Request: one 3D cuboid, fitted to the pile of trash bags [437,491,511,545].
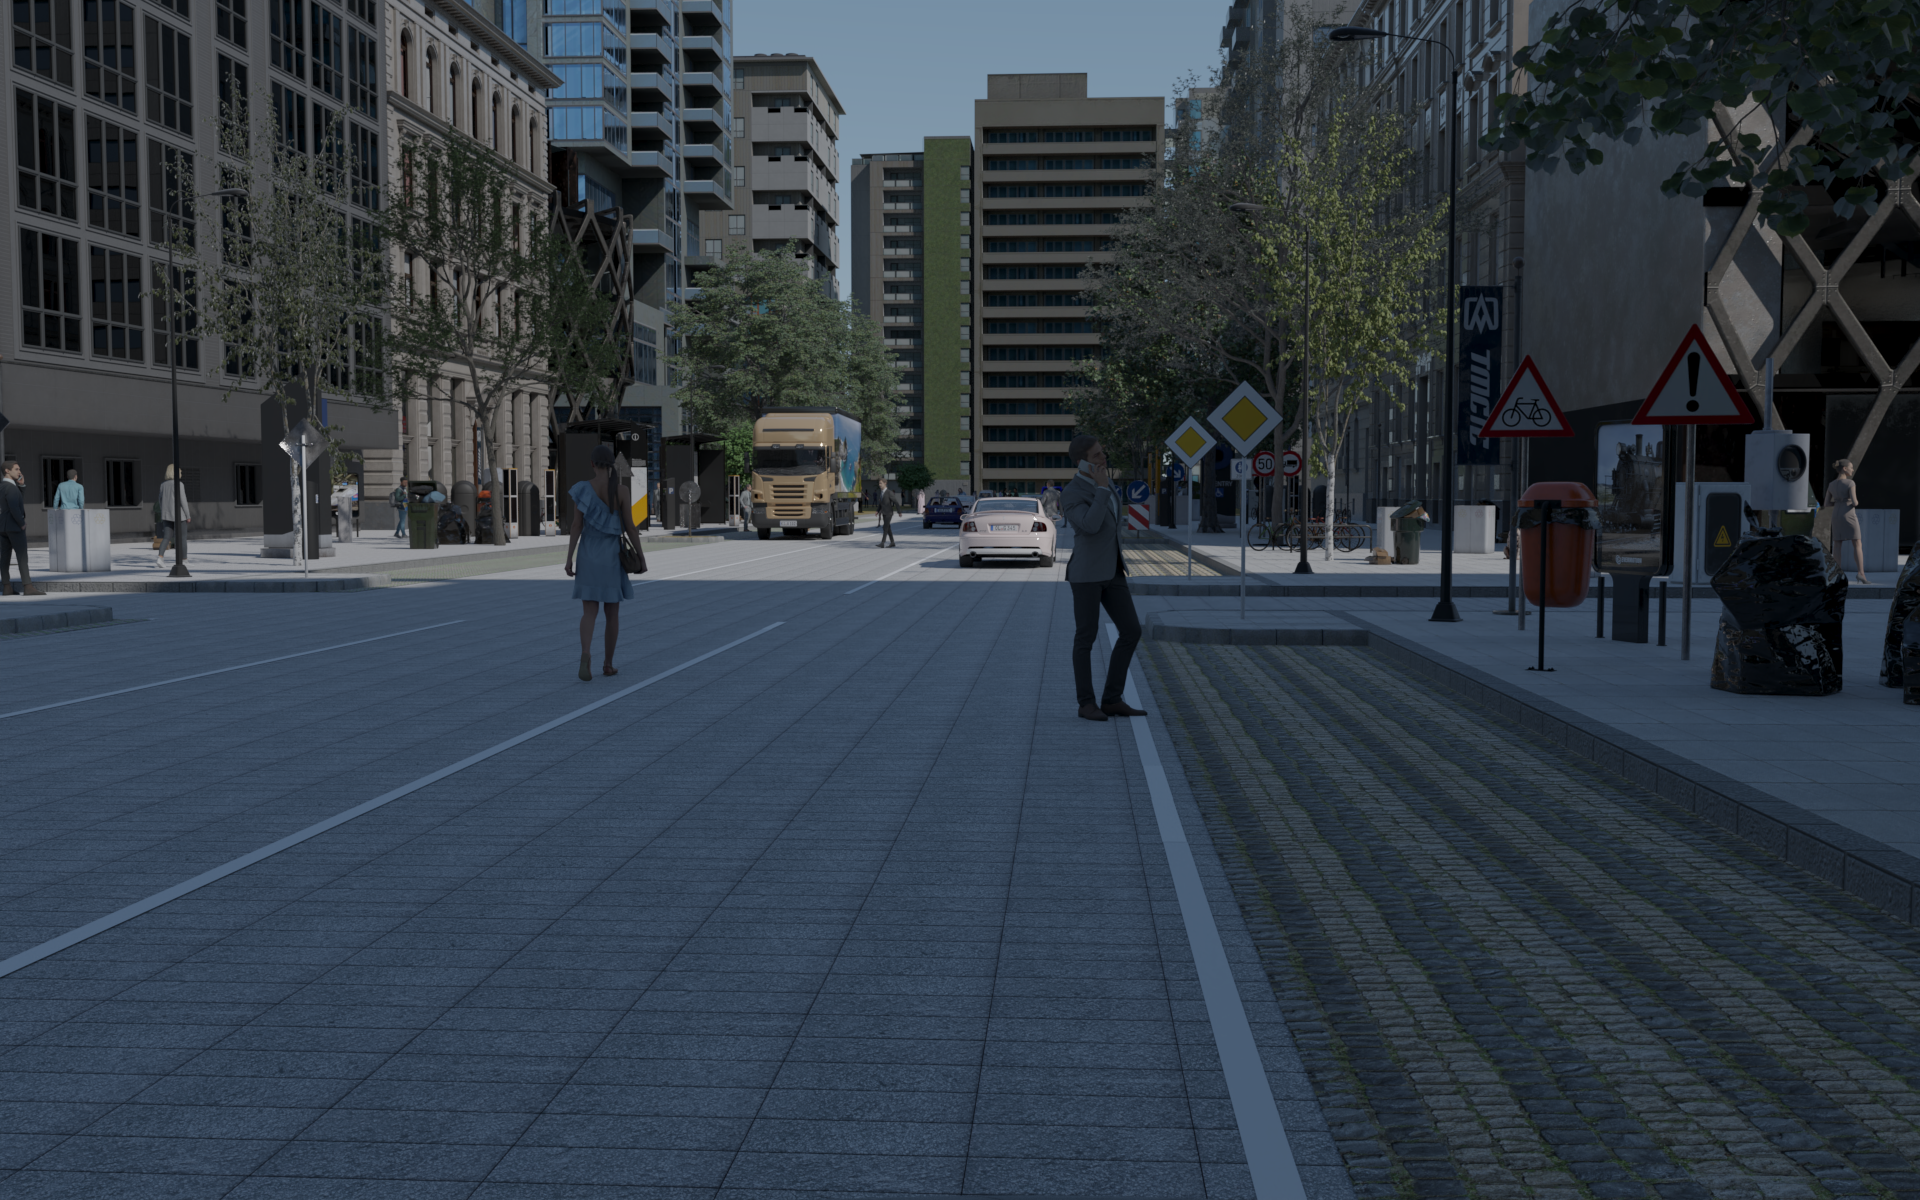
[{"bbox_3d":[-12.680,-2.175,45.317,1.912,1.369,3.447,0,4,-5],"label":"pile of trash bags"}]

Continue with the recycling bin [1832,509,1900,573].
[{"bbox_3d":[15.001,-0.987,28.689,0.722,1.027,0.722,-1,4,-19],"label":"recycling bin"}]

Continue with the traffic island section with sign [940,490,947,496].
[{"bbox_3d":[-1.453,-8.979,155.439,1.989,1.847,2.006,0,4,4],"label":"traffic island section with sign"}]

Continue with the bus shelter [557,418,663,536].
[{"bbox_3d":[-11.395,-3.986,56.453,1.731,3.624,6.357,0,4,4],"label":"bus shelter"}]

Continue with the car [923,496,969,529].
[{"bbox_3d":[-0.613,-3.658,72.390,1.945,1.354,3.894,0,4,2],"label":"car"}]

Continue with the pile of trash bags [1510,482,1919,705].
[{"bbox_3d":[5.459,-0.128,11.844,3.447,1.369,1.912,3,5,39],"label":"pile of trash bags"}]

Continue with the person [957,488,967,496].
[{"bbox_3d":[0.159,-5.544,99.403,0.793,1.790,0.793,-1,4,-19],"label":"person"}]

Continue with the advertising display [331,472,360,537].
[{"bbox_3d":[-18.279,-2.814,51.226,0.974,1.923,0.123,-1,4,-21],"label":"advertising display"}]

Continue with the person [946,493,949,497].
[{"bbox_3d":[-0.605,-4.974,92.412,0.523,1.515,0.503,3,5,39],"label":"person"}]

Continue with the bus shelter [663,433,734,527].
[{"bbox_3d":[-10.493,-4.777,69.393,1.731,3.624,6.357,0,4,4],"label":"bus shelter"}]

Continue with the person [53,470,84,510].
[{"bbox_3d":[-19.745,-1.975,38.351,0.660,1.820,0.620,-1,4,-11],"label":"person"}]

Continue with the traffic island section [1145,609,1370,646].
[{"bbox_3d":[2.940,0.277,17.752,2.009,0.180,2.903,0,4,4],"label":"traffic island section"}]

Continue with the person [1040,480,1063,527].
[{"bbox_3d":[2.346,-2.251,45.427,0.709,1.813,0.853,-2,4,-33],"label":"person"}]

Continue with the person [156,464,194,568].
[{"bbox_3d":[-13.753,-1.463,30.150,0.709,1.800,0.728,1,4,21],"label":"person"}]

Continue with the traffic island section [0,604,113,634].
[{"bbox_3d":[-10.573,0.224,18.621,2.009,0.180,2.903,0,4,4],"label":"traffic island section"}]

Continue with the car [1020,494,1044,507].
[{"bbox_3d":[3.351,-4.089,78.655,2.131,1.459,4.920,0,4,3],"label":"car"}]

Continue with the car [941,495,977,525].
[{"bbox_3d":[0.117,-4.290,82.502,2.083,1.381,4.827,0,4,5],"label":"car"}]

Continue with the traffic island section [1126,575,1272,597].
[{"bbox_3d":[3.452,-0.210,25.720,2.009,0.180,2.903,0,4,4],"label":"traffic island section"}]

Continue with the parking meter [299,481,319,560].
[{"bbox_3d":[-12.772,-1.562,33.942,0.372,1.533,0.369,0,3,0],"label":"parking meter"}]

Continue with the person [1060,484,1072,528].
[{"bbox_3d":[4.583,-3.970,73.270,0.748,1.841,0.638,-1,4,-16],"label":"person"}]

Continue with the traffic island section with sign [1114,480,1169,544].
[{"bbox_3d":[5.049,-2.552,50.350,1.989,1.847,2.006,0,4,4],"label":"traffic island section with sign"}]

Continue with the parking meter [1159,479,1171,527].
[{"bbox_3d":[8.113,-3.847,68.602,0.399,1.863,0.255,2,4,29],"label":"parking meter"}]

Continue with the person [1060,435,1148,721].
[{"bbox_3d":[0.910,-0.144,11.032,0.592,1.802,0.473,-3,4,-36],"label":"person"}]

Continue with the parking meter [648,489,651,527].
[{"bbox_3d":[-12.161,-3.582,66.969,0.372,1.533,0.369,0,3,0],"label":"parking meter"}]

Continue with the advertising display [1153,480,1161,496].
[{"bbox_3d":[9.304,-4.527,79.234,0.974,1.923,0.123,2,4,34],"label":"advertising display"}]

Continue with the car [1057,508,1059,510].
[{"bbox_3d":[7.931,-8.820,153.998,2.009,1.686,4.222,0,4,6],"label":"car"}]

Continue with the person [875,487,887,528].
[{"bbox_3d":[-3.274,-3.921,72.944,0.374,1.781,0.599,-3,4,-38],"label":"person"}]

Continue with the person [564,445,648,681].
[{"bbox_3d":[-2.743,-0.295,13.413,0.616,1.811,0.778,0,4,0],"label":"person"}]

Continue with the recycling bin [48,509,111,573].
[{"bbox_3d":[-14.581,-0.986,28.676,0.722,1.027,0.722,3,5,40],"label":"recycling bin"}]

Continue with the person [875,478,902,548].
[{"bbox_3d":[-1.997,-2.304,45.948,0.755,1.850,0.659,-3,4,-37],"label":"person"}]

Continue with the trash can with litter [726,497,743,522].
[{"bbox_3d":[-10.658,-4.260,81.031,1.055,1.170,0.624,1,4,14],"label":"trash can with litter"}]

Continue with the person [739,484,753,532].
[{"bbox_3d":[-8.111,-3.507,65.936,0.391,1.810,0.635,1,4,19],"label":"person"}]

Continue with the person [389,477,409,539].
[{"bbox_3d":[-15.984,-2.647,49.665,0.721,1.781,0.623,-1,4,-11],"label":"person"}]

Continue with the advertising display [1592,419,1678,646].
[{"bbox_3d":[5.822,-0.598,14.997,0.123,1.923,0.974,-1,4,-15],"label":"advertising display"}]

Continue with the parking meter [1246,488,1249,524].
[{"bbox_3d":[12.132,-4.006,73.912,0.372,1.533,0.369,0,3,0],"label":"parking meter"}]

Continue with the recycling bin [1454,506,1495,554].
[{"bbox_3d":[11.135,-1.525,37.493,0.722,1.027,0.722,2,4,30],"label":"recycling bin"}]

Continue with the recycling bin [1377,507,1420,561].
[{"bbox_3d":[8.456,-1.275,33.404,0.722,1.027,0.722,0,4,5],"label":"recycling bin"}]

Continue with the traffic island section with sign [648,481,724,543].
[{"bbox_3d":[-8.118,-2.633,51.681,1.989,1.847,2.006,0,4,4],"label":"traffic island section with sign"}]

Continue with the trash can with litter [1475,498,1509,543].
[{"bbox_3d":[13.936,-2.070,45.227,1.055,1.170,0.624,-2,4,-24],"label":"trash can with litter"}]

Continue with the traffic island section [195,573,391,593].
[{"bbox_3d":[-10.062,-0.264,26.590,2.009,0.180,2.903,0,4,4],"label":"traffic island section"}]

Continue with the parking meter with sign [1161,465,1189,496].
[{"bbox_3d":[9.215,-4.884,76.113,1.738,3.016,0.543,2,4,24],"label":"parking meter with sign"}]

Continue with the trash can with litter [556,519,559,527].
[{"bbox_3d":[-15.463,-3.470,68.121,1.055,1.170,0.624,-1,4,-13],"label":"trash can with litter"}]

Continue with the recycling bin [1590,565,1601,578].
[{"bbox_3d":[9.443,-0.868,26.746,0.722,1.027,0.722,3,4,38],"label":"recycling bin"}]

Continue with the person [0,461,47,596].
[{"bbox_3d":[-13.343,-1.018,24.512,0.648,1.900,0.474,2,4,33],"label":"person"}]

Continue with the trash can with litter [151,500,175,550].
[{"bbox_3d":[-18.312,-1.749,39.984,0.624,1.170,1.055,-1,4,-16],"label":"trash can with litter"}]

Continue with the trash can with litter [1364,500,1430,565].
[{"bbox_3d":[7.929,-1.227,31.451,1.055,1.170,0.624,-1,4,-17],"label":"trash can with litter"}]

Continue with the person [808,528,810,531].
[{"bbox_3d":[-5.896,-3.288,66.924,0.362,1.253,0.373,1,4,11],"label":"person"}]

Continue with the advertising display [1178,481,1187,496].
[{"bbox_3d":[10.334,-4.708,82.189,0.974,1.923,0.123,0,4,-5],"label":"advertising display"}]

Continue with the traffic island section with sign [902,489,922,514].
[{"bbox_3d":[-3.209,-7.309,128.128,1.989,1.847,2.006,0,4,4],"label":"traffic island section with sign"}]

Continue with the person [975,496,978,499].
[{"bbox_3d":[0.889,-5.055,95.430,0.394,1.301,0.425,-1,4,-11],"label":"person"}]

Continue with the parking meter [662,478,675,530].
[{"bbox_3d":[-10.408,-3.437,61.902,0.399,1.863,0.255,-3,5,-45],"label":"parking meter"}]

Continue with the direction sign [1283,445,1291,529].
[{"bbox_3d":[12.207,-4.437,64.544,0.379,3.537,0.876,0,4,-2],"label":"direction sign"}]

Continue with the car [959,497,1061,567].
[{"bbox_3d":[1.009,-1.399,35.234,2.083,1.381,4.827,0,4,4],"label":"car"}]

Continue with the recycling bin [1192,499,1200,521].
[{"bbox_3d":[11.236,-4.326,83.278,0.722,1.027,0.722,1,4,20],"label":"recycling bin"}]
